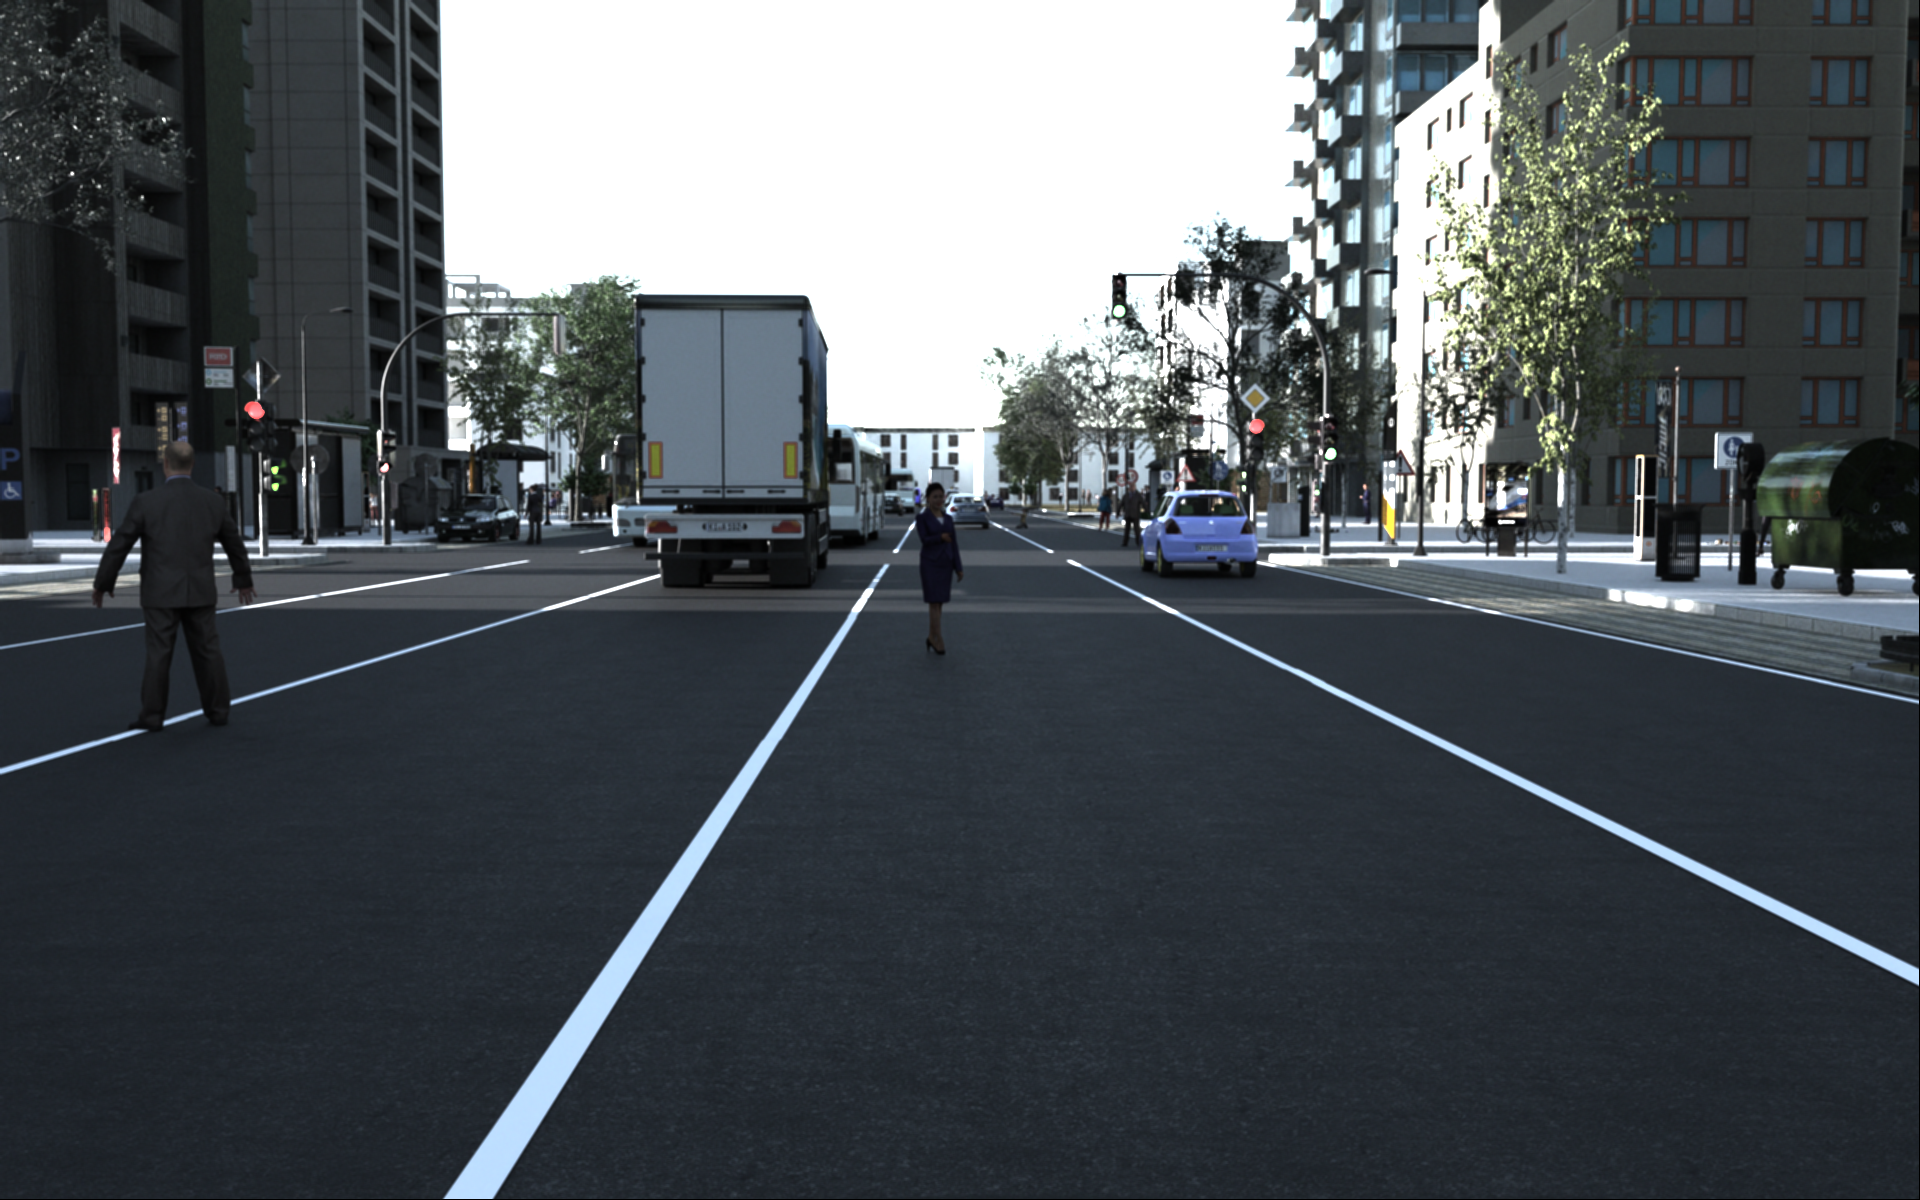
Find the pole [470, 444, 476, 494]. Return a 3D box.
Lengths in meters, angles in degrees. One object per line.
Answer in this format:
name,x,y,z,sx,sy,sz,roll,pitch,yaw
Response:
pole,-19.744,-4.670,70.195,0.158,3.312,0.155,0,3,0

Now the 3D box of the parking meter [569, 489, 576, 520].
parking meter,-18.820,-4.632,84.152,0.372,1.533,0.369,0,3,0

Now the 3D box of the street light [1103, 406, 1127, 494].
street light,8.210,-7.246,91.020,1.470,5.913,1.316,0,4,-1

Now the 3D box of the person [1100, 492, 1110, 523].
person,7.054,-4.491,84.466,0.480,1.512,0.613,2,4,34

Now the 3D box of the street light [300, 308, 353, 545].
street light,-15.830,-4.330,43.337,1.470,5.913,1.316,0,4,-1

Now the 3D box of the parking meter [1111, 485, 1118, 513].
parking meter,10.400,-6.770,116.397,0.399,1.863,0.255,2,4,29

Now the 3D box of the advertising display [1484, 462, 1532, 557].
advertising display,11.201,-1.848,35.433,0.123,1.923,0.974,-3,5,-45

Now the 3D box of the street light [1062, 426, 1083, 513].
street light,7.698,-8.935,118.636,1.470,5.913,1.316,0,4,-1

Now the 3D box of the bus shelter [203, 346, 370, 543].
bus shelter,-19.428,-4.408,49.700,2.179,5.291,8.768,0,4,-1

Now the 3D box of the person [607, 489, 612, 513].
person,-19.934,-5.608,99.443,0.593,1.614,0.444,2,4,34

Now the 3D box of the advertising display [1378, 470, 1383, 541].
advertising display,11.479,-2.571,47.253,0.123,1.923,0.974,1,4,13

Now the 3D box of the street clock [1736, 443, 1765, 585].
street clock,11.166,-1.219,24.505,0.358,2.002,0.471,0,4,5

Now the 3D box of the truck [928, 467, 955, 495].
truck,-1.934,-11.870,182.992,2.839,4.237,11.283,0,4,-1

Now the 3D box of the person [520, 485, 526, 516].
person,-25.877,-5.856,101.924,0.598,1.807,0.434,0,4,5

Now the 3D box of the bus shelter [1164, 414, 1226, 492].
bus shelter,11.278,-6.558,84.859,2.179,5.291,8.768,0,4,-1

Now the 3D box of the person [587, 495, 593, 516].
person,-21.993,-5.884,102.976,0.376,1.734,0.841,-1,4,-8

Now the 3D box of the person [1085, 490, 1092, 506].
person,13.714,-10.892,184.686,0.990,1.755,0.434,3,5,45

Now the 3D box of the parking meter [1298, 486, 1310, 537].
parking meter,10.360,-2.680,52.222,0.372,1.533,0.369,0,3,0

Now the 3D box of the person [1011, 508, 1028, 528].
person,2.505,-3.414,72.250,0.695,0.859,0.347,-1,4,-12

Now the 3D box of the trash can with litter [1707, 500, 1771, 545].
trash can with litter,19.889,-2.036,44.346,2.233,1.210,1.678,-2,4,-25

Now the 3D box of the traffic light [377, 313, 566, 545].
traffic light,-12.307,-4.212,43.535,4.771,5.953,1.251,0,4,-1

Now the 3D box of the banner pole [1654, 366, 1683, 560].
banner pole,13.855,-2.683,33.881,0.863,3.779,0.401,-2,4,-27

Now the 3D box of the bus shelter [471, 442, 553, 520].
bus shelter,-18.150,-4.687,70.563,2.014,3.302,5.546,0,4,-1

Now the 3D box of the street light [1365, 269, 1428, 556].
street light,9.029,-3.872,35.842,1.470,5.913,1.316,0,4,-1

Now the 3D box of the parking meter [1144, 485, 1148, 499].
parking meter,12.113,-6.535,112.562,0.255,1.863,0.399,0,4,-7

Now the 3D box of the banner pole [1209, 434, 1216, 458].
banner pole,10.474,-5.006,71.859,0.401,3.779,0.863,-1,4,-13

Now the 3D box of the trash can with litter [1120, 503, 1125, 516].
trash can with litter,10.191,-5.532,101.501,2.233,1.210,1.678,-1,4,-16

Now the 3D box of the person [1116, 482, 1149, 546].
person,4.730,-2.349,47.452,0.990,1.755,0.434,2,4,24

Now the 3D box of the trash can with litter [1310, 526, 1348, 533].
trash can with litter,12.139,-2.872,58.015,1.678,1.210,2.233,1,4,14

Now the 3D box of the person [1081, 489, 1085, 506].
person,13.621,-11.341,191.478,0.705,1.822,1.348,1,4,14

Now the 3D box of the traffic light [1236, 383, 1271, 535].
traffic light,7.421,-3.358,43.816,0.839,4.253,0.868,0,4,-1

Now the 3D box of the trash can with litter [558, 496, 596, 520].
trash can with litter,-18.978,-4.581,85.964,2.233,1.210,1.678,-2,4,-35

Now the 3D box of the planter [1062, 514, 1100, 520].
planter,6.664,-4.576,95.957,1.991,0.319,1.994,0,4,-1

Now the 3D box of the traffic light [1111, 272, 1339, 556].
traffic light,5.453,-3.730,35.659,4.771,5.953,1.251,0,4,-1

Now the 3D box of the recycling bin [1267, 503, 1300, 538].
recycling bin,9.469,-2.332,50.688,0.722,1.027,0.722,-2,4,-25

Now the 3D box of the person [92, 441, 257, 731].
person,-4.831,-0.097,10.642,0.990,1.755,0.434,-3,5,-42

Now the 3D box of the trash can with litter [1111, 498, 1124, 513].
trash can with litter,10.753,-6.513,117.876,1.055,1.170,0.624,-3,4,-37

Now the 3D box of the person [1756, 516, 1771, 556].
person,16.567,-1.709,35.457,0.593,1.643,0.415,1,4,17

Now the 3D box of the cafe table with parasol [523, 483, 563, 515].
cafe table with parasol,-25.980,-6.296,107.806,2.610,1.966,2.610,-2,4,-25

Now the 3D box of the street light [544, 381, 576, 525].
street light,-16.389,-6.019,70.952,1.470,5.913,1.316,0,4,-1

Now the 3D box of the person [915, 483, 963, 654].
person,-0.136,-0.285,15.530,0.546,1.535,0.453,3,5,40

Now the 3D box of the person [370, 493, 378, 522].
person,-27.192,-4.314,80.492,0.435,1.345,0.340,-3,4,-38

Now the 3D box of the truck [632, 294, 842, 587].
truck,-3.574,-2.506,29.889,2.839,4.237,11.283,0,4,-3

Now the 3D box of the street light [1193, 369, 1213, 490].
street light,8.666,-5.557,63.403,1.470,5.913,1.316,0,4,-1

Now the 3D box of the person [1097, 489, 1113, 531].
person,5.669,-3.515,67.679,0.444,1.614,0.593,-3,5,-43

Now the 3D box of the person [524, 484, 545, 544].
person,-12.198,-2.472,49.728,0.445,1.727,0.742,1,4,9

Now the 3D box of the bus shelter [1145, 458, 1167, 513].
bus shelter,11.624,-6.267,96.382,2.014,3.302,5.546,0,4,-1

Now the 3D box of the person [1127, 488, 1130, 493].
person,12.021,-7.173,123.846,0.617,1.759,0.750,-2,4,-23

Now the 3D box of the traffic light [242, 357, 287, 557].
traffic light,-14.275,-2.848,35.484,0.839,4.253,0.868,0,4,-1

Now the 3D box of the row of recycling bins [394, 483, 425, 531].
row of recycling bins,-19.642,-3.347,61.832,1.069,1.692,3.534,-1,4,-15
